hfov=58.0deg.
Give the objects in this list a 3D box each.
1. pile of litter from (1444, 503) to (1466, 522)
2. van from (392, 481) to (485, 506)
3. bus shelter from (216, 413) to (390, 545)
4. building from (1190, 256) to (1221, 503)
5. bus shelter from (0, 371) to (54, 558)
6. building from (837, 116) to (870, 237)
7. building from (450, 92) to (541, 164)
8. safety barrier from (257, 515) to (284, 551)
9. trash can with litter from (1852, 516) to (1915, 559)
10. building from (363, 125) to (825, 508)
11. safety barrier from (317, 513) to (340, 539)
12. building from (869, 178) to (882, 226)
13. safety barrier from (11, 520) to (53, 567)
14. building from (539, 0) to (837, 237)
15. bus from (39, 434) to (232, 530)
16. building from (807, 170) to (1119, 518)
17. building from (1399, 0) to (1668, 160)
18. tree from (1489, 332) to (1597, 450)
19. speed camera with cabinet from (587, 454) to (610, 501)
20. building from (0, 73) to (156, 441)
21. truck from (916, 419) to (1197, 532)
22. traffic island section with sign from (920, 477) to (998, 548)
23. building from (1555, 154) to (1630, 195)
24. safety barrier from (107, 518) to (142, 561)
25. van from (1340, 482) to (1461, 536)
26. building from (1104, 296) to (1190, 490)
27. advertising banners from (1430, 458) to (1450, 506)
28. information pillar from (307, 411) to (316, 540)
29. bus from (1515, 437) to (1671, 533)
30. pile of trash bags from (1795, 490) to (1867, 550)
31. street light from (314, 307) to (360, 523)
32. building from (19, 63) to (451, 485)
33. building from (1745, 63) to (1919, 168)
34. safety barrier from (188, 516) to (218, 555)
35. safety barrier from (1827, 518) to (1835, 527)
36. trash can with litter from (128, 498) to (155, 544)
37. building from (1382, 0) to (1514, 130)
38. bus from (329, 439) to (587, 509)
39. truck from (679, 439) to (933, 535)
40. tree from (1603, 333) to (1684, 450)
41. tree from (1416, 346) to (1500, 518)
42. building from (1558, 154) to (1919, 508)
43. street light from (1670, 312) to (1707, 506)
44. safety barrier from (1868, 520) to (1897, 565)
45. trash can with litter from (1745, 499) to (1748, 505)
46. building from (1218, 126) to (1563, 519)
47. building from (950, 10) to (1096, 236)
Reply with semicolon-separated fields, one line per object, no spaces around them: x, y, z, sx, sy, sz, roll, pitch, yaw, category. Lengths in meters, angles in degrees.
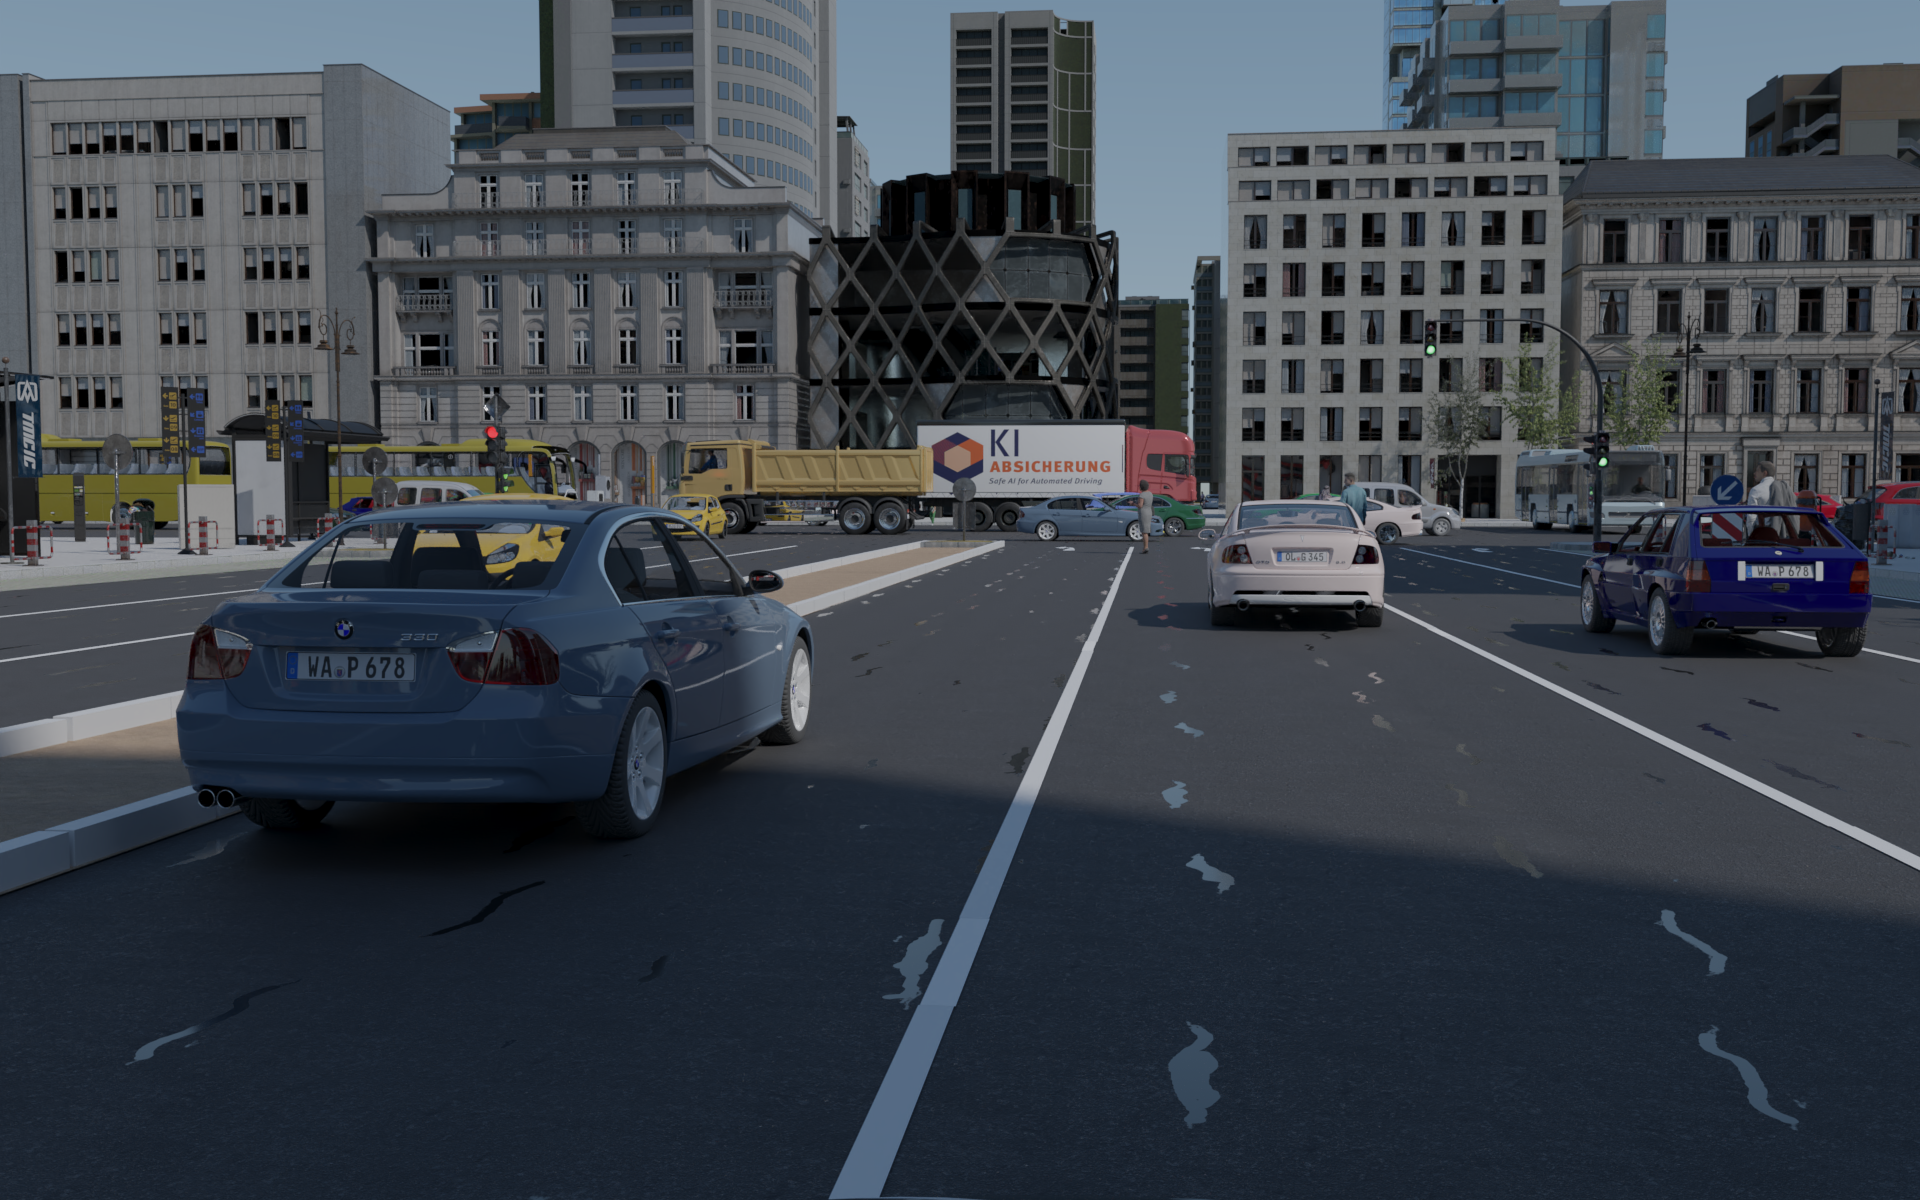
22.872;-4.061;80.355;1.176;0.858;1.719;1;4;14;pile of litter
-15.548;-2.870;53.931;4.112;2.044;2.013;0;4;6;van
-17.240;-3.178;45.887;2.014;3.302;5.546;0;4;6;bus shelter
47.152;-34.876;262.096;23.993;40.220;32.217;0;4;6;building
-19.264;-2.472;31.696;1.731;3.624;6.357;0;4;6;bus shelter
-17.358;-30.975;190.028;14.086;41.232;14.154;0;4;6;building
-39.080;-32.679;188.933;28.867;44.769;22.147;0;4;6;building
-15.525;-1.513;39.006;0.300;0.817;1.120;0;4;6;safety barrier
18.426;-1.473;35.142;1.678;1.210;2.233;0;4;-5;trash can with litter
-20.060;-15.816;100.390;24.055;21.916;13.314;0;4;6;building
-15.220;-1.681;41.763;0.300;0.817;1.120;0;4;6;safety barrier
-16.143;-39.512;265.622;30.456;49.044;23.786;0;4;6;building
-16.456;-1.006;30.726;0.300;0.817;1.120;0;4;6;safety barrier
-24.188;-37.766;159.480;21.231;58.520;28.212;0;4;6;building
-36.146;-4.850;70.846;12.252;3.916;2.896;0;4;8;bus
0.753;-14.228;100.077;16.811;18.784;16.820;0;4;6;building
56.178;-33.880;173.553;23.786;49.044;30.456;0;4;6;building
26.512;-7.899;79.505;4.737;8.622;4.395;0;3;0;tree
-17.852;-5.581;85.588;0.660;3.252;2.038;0;4;6;speed camera with cabinet
-62.006;-17.542;104.836;19.932;24.808;12.078;0;4;6;building
4.025;-4.733;66.293;11.283;4.237;2.839;0;4;4;truck
0.041;-2.372;46.915;2.006;1.907;1.989;0;4;6;traffic island section with sign
49.441;-23.227;151.469;14.160;30.474;14.107;0;4;6;building
-16.148;-1.175;33.488;0.300;0.817;1.120;0;4;6;safety barrier
15.191;-3.232;59.860;4.112;2.044;2.013;0;4;5;van
26.730;-29.623;256.033;14.107;30.474;14.160;0;4;6;building
23.071;-5.332;83.366;0.090;3.025;2.074;-1;4;-11;advertising banners
-18.294;-3.514;48.800;0.183;3.616;0.504;-2;4;-27;information pillar
23.985;-4.369;66.286;2.948;3.499;13.247;0;4;6;bus
19.868;-1.855;40.078;1.912;1.369;3.447;2;4;34;pile of trash bags
-15.443;-4.298;43.067;0.468;5.910;1.993;0;4;6;street light
-41.940;-17.402;102.545;19.932;24.808;12.078;0;4;6;building
90.146;-32.304;178.278;14.200;45.320;14.600;0;4;6;building
-15.836;-1.344;36.249;0.300;0.817;1.120;0;4;6;safety barrier
16.940;-1.206;33.998;0.300;0.817;1.120;0;4;6;safety barrier
-20.941;-2.016;44.346;0.624;1.170;1.055;-2;4;-25;trash can with litter
73.896;-57.479;252.454;31.000;86.520;22.319;0;4;6;building
-23.179;-5.292;78.064;12.252;3.916;2.896;0;4;7;bus
-5.946;-4.049;62.119;9.791;3.379;3.469;0;4;5;truck
31.313;-7.918;79.830;4.737;8.622;4.395;0;3;0;tree
25.130;-8.350;86.886;4.360;8.622;3.978;0;3;0;tree
41.236;-13.930;92.384;19.286;19.102;10.561;0;4;6;building
18.459;-4.357;44.025;0.468;5.910;1.993;0;4;6;street light
16.634;-1.038;31.239;0.300;0.817;1.120;0;4;6;safety barrier
59.460;-7.227;129.555;0.624;1.170;1.055;-3;4;-36;trash can with litter
22.861;-14.658;94.409;16.860;20.320;10.420;0;4;6;building
9.716;-50.259;259.985;20.611;71.187;20.563;0;4;6;building
